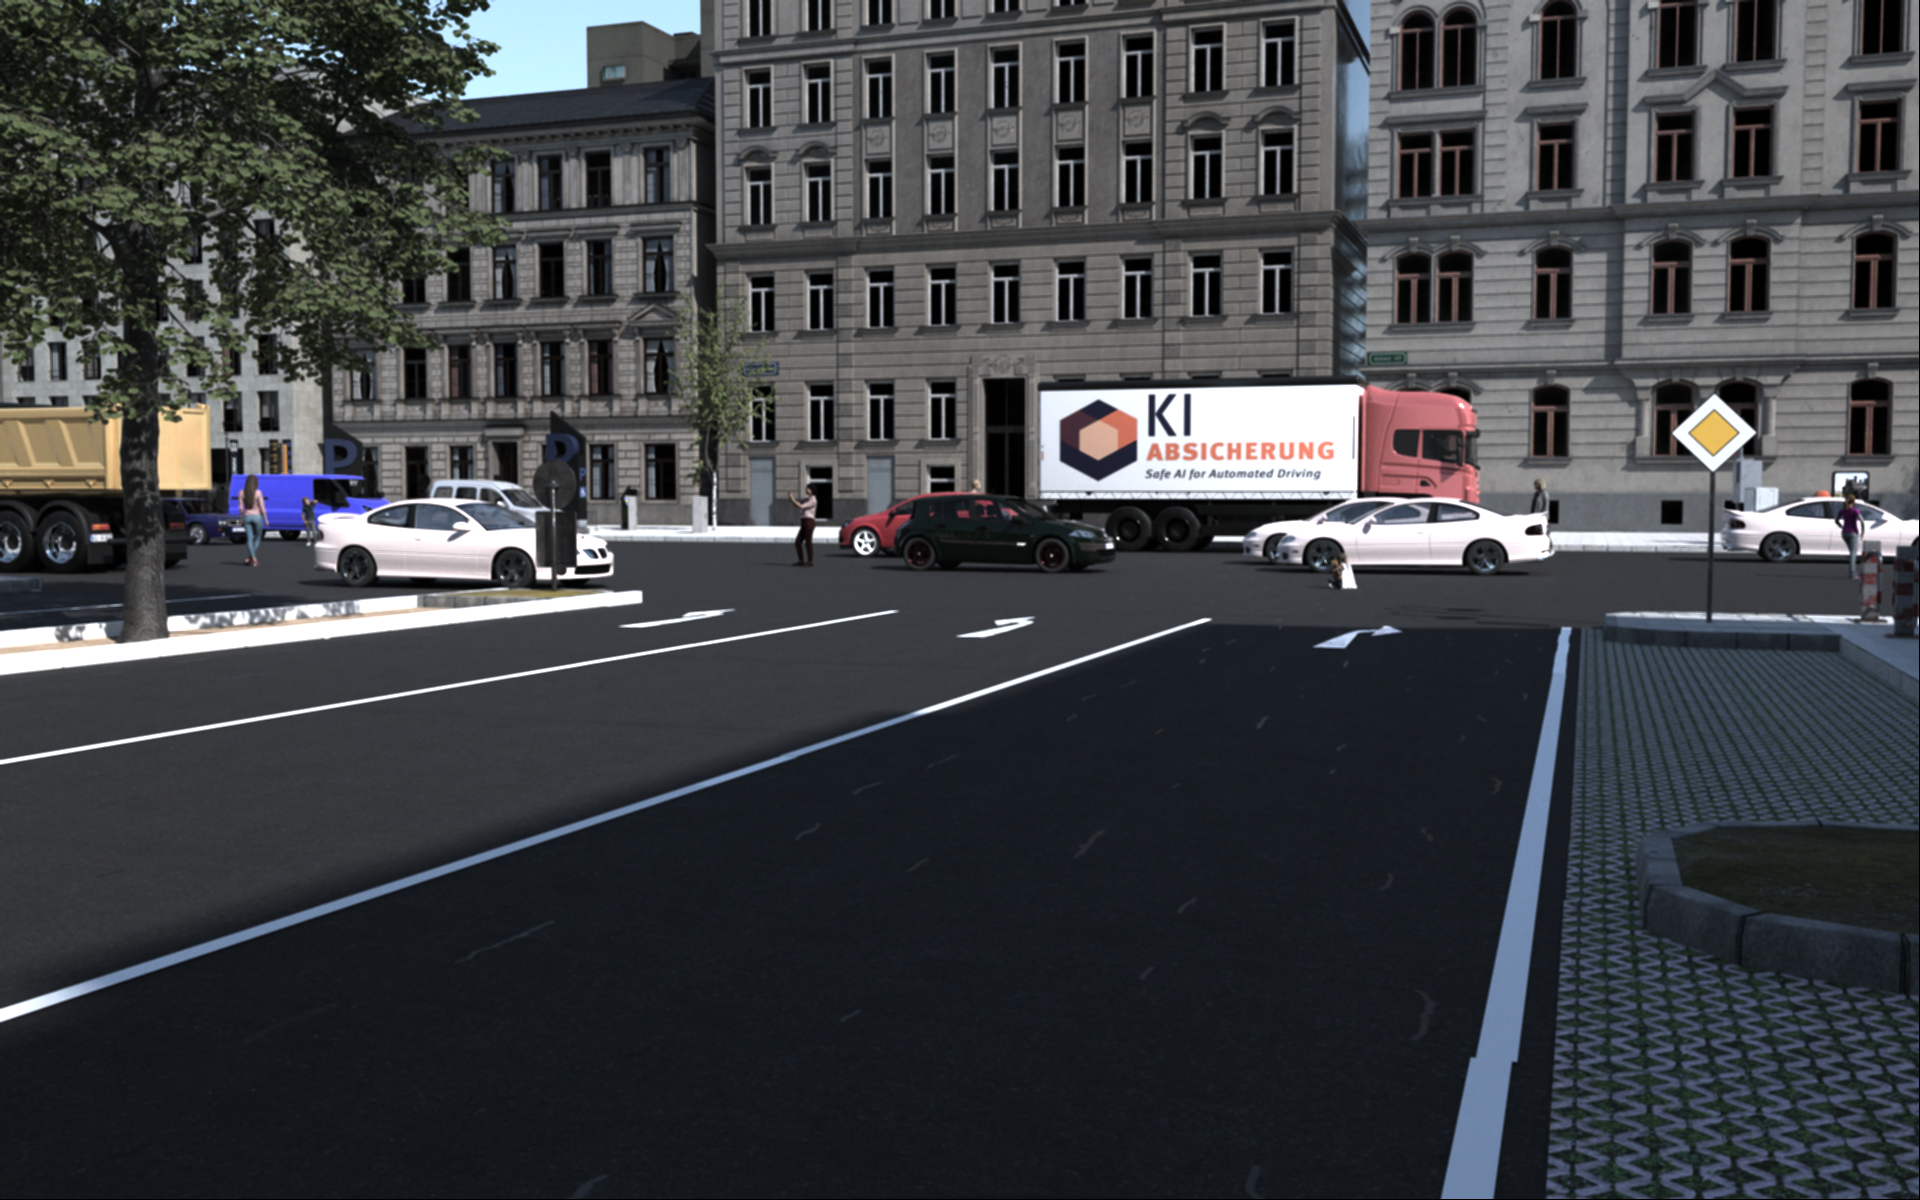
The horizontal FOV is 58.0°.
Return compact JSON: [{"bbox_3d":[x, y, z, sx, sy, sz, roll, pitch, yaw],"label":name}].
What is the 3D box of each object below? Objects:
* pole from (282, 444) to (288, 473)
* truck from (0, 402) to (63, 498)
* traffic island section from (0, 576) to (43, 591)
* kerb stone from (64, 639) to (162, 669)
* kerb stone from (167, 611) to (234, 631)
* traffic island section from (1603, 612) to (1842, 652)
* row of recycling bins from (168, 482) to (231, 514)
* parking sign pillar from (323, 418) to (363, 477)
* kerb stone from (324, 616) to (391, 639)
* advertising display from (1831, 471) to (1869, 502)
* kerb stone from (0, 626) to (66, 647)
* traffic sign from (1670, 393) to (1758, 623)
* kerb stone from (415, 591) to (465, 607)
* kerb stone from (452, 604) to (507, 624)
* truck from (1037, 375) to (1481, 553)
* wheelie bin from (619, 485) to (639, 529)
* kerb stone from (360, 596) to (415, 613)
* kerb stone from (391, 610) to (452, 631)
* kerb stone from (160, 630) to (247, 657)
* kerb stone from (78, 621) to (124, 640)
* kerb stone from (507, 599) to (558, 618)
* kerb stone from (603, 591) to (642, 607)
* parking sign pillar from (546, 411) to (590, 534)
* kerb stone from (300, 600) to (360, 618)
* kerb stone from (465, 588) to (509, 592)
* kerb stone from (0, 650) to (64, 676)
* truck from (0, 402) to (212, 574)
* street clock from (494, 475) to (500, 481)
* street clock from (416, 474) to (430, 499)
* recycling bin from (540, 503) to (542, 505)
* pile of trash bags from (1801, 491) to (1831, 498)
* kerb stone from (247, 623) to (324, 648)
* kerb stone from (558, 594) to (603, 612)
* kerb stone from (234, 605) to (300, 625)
[{"bbox_3d":[-27.477,-4.690,70.521,0.158,3.312,0.155,0,3,0],"label":"pole"},{"bbox_3d":[-34.037,-4.099,55.940,11.283,4.237,2.839,1,4,22],"label":"truck"},{"bbox_3d":[-15.091,-0.197,25.502,2.009,0.180,2.903,1,4,20],"label":"traffic island section"},{"bbox_3d":[-7.228,0.466,14.689,0.120,0.150,1.000,1,4,20],"label":"kerb stone"},{"bbox_3d":[-8.136,0.236,18.343,0.120,0.150,1.000,1,4,20],"label":"kerb stone"},{"bbox_3d":[7.510,0.303,17.322,2.009,0.180,2.903,1,4,20],"label":"traffic island section"},{"bbox_3d":[-27.074,-3.360,62.048,3.534,1.692,1.069,2,4,29],"label":"row of recycling bins"},{"bbox_3d":[-21.760,-4.443,61.109,1.447,3.967,1.447,-1,4,-11],"label":"parking sign pillar"},{"bbox_3d":[-6.179,0.281,17.595,0.120,0.150,1.000,1,4,20],"label":"kerb stone"},{"bbox_3d":[25.136,-2.674,48.933,0.974,1.923,0.123,0,4,4],"label":"advertising display"},{"bbox_3d":[-8.843,0.354,16.409,0.120,0.150,1.000,1,4,20],"label":"kerb stone"},{"bbox_3d":[7.485,-0.832,17.253,0.795,2.450,0.064,1,4,20],"label":"traffic sign"},{"bbox_3d":[-6.733,0.002,22.204,0.120,0.150,1.000,1,4,20],"label":"kerb stone"},{"bbox_3d":[-5.479,0.163,19.533,0.120,0.150,1.000,1,4,20],"label":"kerb stone"},{"bbox_3d":[7.640,-3.292,42.746,11.283,4.237,2.839,1,4,19],"label":"truck"},{"bbox_3d":[-12.060,-3.381,63.187,0.693,1.594,0.980,-1,4,-15],"label":"wheelie bin"},{"bbox_3d":[-7.091,0.059,21.243,0.120,0.150,1.000,1,4,20],"label":"kerb stone"},{"bbox_3d":[-5.827,0.222,18.561,0.120,0.150,1.000,1,4,20],"label":"kerb stone"},{"bbox_3d":[-6.883,0.400,15.656,0.120,0.150,1.000,1,4,20],"label":"kerb stone"},{"bbox_3d":[-8.485,0.296,17.378,0.120,0.150,1.000,1,4,20],"label":"kerb stone"},{"bbox_3d":[-5.124,0.104,20.495,0.120,0.150,1.000,1,4,20],"label":"kerb stone"},{"bbox_3d":[-4.426,-0.014,22.425,0.120,0.150,1.000,1,4,20],"label":"kerb stone"},{"bbox_3d":[-12.670,-4.113,55.713,1.447,3.967,1.447,2,4,24],"label":"parking sign pillar"},{"bbox_3d":[-7.432,0.117,20.275,0.120,0.150,1.000,1,4,20],"label":"kerb stone"},{"bbox_3d":[-6.380,-0.059,23.168,0.120,0.150,1.000,1,4,20],"label":"kerb stone"},{"bbox_3d":[-7.580,0.518,13.725,0.120,0.150,1.000,1,4,20],"label":"kerb stone"},{"bbox_3d":[-19.133,-2.278,33.177,9.791,3.379,3.469,1,4,18],"label":"truck"},{"bbox_3d":[-17.530,-3.733,65.607,0.358,2.002,0.471,-1,4,-14],"label":"street clock"},{"bbox_3d":[-19.782,-3.628,63.890,0.358,2.002,0.471,2,4,30],"label":"street clock"},{"bbox_3d":[-14.721,-2.849,59.139,0.722,1.027,0.722,-2,4,-31],"label":"recycling bin"},{"bbox_3d":[22.414,-2.158,45.032,1.912,1.369,3.447,2,4,25],"label":"pile of trash bags"},{"bbox_3d":[-6.524,0.340,16.629,0.120,0.150,1.000,1,4,20],"label":"kerb stone"},{"bbox_3d":[-4.772,0.045,21.459,0.120,0.150,1.000,1,4,20],"label":"kerb stone"},{"bbox_3d":[-7.791,0.181,19.314,0.120,0.150,1.000,1,4,20],"label":"kerb stone"}]
